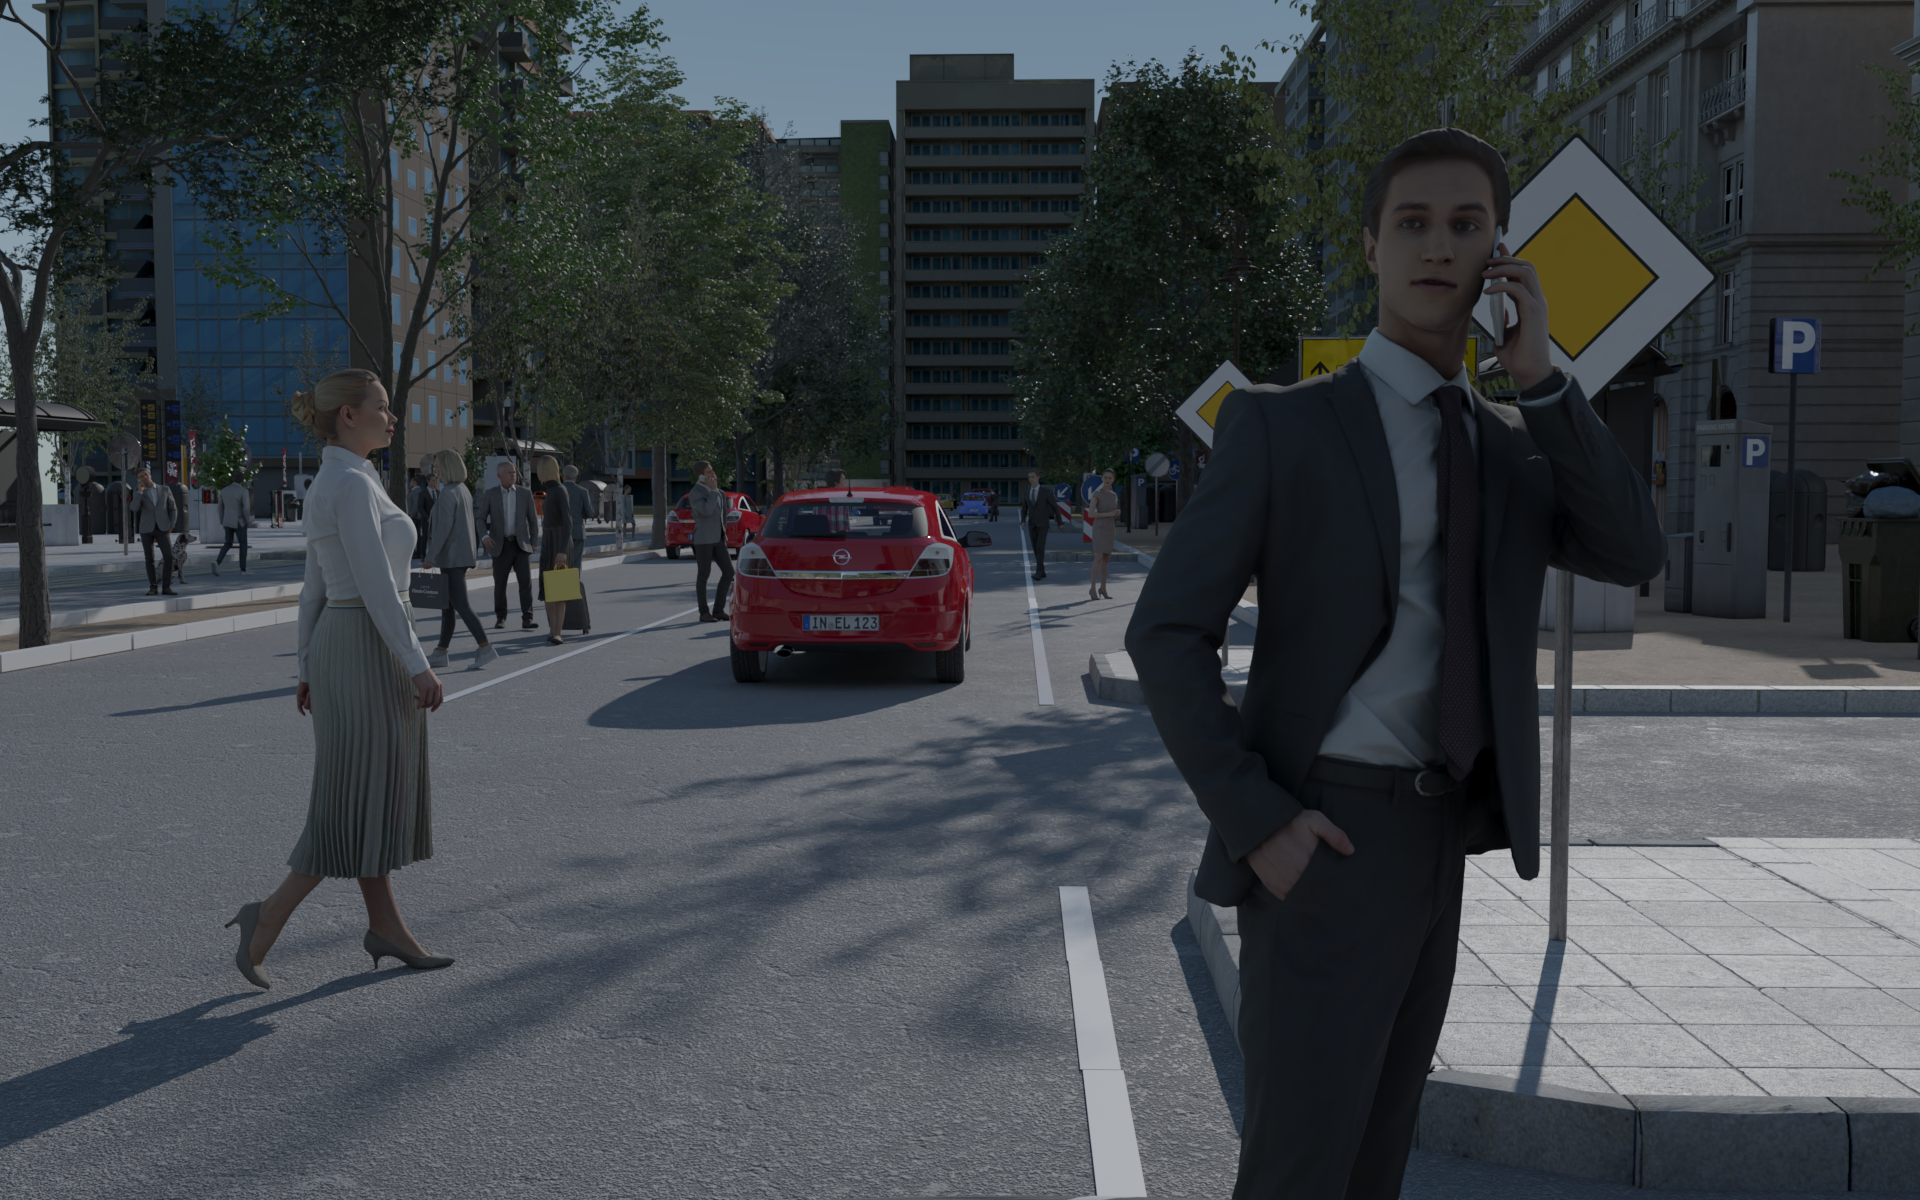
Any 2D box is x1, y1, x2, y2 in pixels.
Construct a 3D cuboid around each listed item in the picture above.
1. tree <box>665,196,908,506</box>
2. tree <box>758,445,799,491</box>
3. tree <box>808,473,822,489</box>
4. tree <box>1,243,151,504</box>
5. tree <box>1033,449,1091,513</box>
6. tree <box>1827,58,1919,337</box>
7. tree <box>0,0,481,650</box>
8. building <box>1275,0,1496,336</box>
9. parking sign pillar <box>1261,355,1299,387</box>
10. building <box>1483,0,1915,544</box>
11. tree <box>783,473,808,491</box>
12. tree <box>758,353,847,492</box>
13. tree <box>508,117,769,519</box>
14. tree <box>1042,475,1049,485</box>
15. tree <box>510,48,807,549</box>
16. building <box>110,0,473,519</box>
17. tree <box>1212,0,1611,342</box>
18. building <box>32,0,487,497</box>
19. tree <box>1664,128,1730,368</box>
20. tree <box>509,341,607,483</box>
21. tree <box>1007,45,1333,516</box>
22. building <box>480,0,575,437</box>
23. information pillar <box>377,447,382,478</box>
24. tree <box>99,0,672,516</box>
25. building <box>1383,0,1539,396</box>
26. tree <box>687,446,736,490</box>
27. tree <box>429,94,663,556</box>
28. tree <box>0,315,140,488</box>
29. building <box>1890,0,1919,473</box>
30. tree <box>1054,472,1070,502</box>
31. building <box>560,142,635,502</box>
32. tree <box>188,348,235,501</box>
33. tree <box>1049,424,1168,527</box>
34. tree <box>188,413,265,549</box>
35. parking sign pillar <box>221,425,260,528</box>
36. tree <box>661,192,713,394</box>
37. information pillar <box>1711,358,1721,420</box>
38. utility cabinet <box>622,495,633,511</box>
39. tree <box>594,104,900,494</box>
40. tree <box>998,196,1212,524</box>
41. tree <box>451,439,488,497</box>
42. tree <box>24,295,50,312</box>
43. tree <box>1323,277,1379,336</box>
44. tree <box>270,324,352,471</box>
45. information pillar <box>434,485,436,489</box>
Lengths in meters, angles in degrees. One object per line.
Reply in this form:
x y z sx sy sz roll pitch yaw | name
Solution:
-6.910 -8.942 65.671 9.611 12.733 9.660 0 3 0 | tree
-13.758 -11.195 133.403 4.737 8.622 4.395 0 3 0 | tree
-13.543 -10.190 161.200 1.663 3.219 1.824 0 3 0 | tree
-25.176 -6.038 49.081 4.360 8.622 3.978 0 3 0 | tree
8.266 -12.293 119.120 7.486 12.596 7.792 0 3 0 | tree
15.002 -4.577 25.190 4.737 8.622 4.395 0 3 0 | tree
-8.224 -4.809 15.501 8.767 10.594 7.601 0 4 2 | tree
38.717 -27.181 136.295 32.217 40.220 23.993 0 4 2 | building
5.783 -2.568 30.456 1.447 3.967 1.447 2 4 34 | parking sign pillar
26.247 -13.033 54.894 13.314 21.916 24.055 0 4 2 | building
-13.550 -8.912 140.316 1.663 3.219 1.824 0 3 0 | tree
-6.974 -7.370 73.311 4.360 8.622 3.978 0 3 0 | tree
-16.364 -14.183 87.773 12.611 20.169 13.585 0 3 0 | tree
9.389 -10.948 162.718 4.285 4.588 4.351 0 3 0 | tree
-7.868 -7.594 44.751 7.486 12.596 7.792 0 3 0 | tree
-36.302 -27.262 95.840 14.600 45.320 14.200 0 4 2 | building
4.791 -4.156 18.319 4.737 8.622 4.395 0 3 0 | tree
-56.897 -29.766 141.304 28.867 44.769 22.147 0 4 2 | building
12.964 -5.128 34.200 4.737 8.622 4.395 0 3 0 | tree
-17.830 -7.800 77.892 4.737 8.622 4.395 0 3 0 | tree
5.772 -7.812 44.732 9.611 12.733 9.660 0 3 0 | tree
-38.896 -28.330 117.815 22.147 44.769 28.867 0 4 2 | building
-22.174 -4.572 66.115 0.183 3.616 0.504 0 4 0 | information pillar
-7.974 -5.880 24.356 9.928 11.665 9.643 0 3 0 | tree
26.063 -15.178 77.038 11.050 23.489 19.941 0 4 2 | building
-14.929 -7.368 104.173 4.285 4.588 4.351 0 3 0 | tree
-7.966 -4.828 31.765 4.360 8.622 3.978 0 3 0 | tree
-37.524 -7.564 74.033 4.737 8.622 4.395 0 3 0 | tree
32.858 -14.349 31.872 25.104 27.353 12.463 0 4 2 | building
7.746 -10.831 127.453 4.737 8.622 4.395 0 3 0 | tree
-35.014 -22.815 144.718 14.107 30.474 14.160 0 4 2 | building
-37.843 -8.272 85.607 4.360 8.622 3.978 0 3 0 | tree
6.675 -5.182 68.447 4.285 4.588 4.351 0 3 0 | tree
-17.309 -2.849 41.188 1.663 3.219 1.824 0 3 0 | tree
-27.266 -4.706 65.410 1.447 3.967 1.447 1 4 13 | parking sign pillar
-7.650 -5.262 38.849 4.360 8.622 3.978 0 3 0 | tree
13.122 -2.372 30.139 0.183 3.616 0.504 2 4 31 | information pillar
-16.636 -4.566 85.818 0.306 1.237 1.020 2 4 29 | utility cabinet
-6.957 -8.667 54.527 12.009 13.543 11.850 0 3 0 | tree
6.577 -10.312 75.250 9.857 13.997 8.962 0 3 0 | tree
-16.853 -3.973 59.554 1.663 3.219 1.824 0 3 0 | tree
-34.792 -6.988 64.614 4.737 8.622 4.395 0 3 0 | tree
13.119 -6.580 57.952 4.360 8.622 3.978 0 3 0 | tree
-27.479 -7.604 74.685 4.360 8.622 3.978 0 3 0 | tree
-25.042 -4.757 82.276 0.304 2.012 0.304 -2 4 -26 | information pillar
